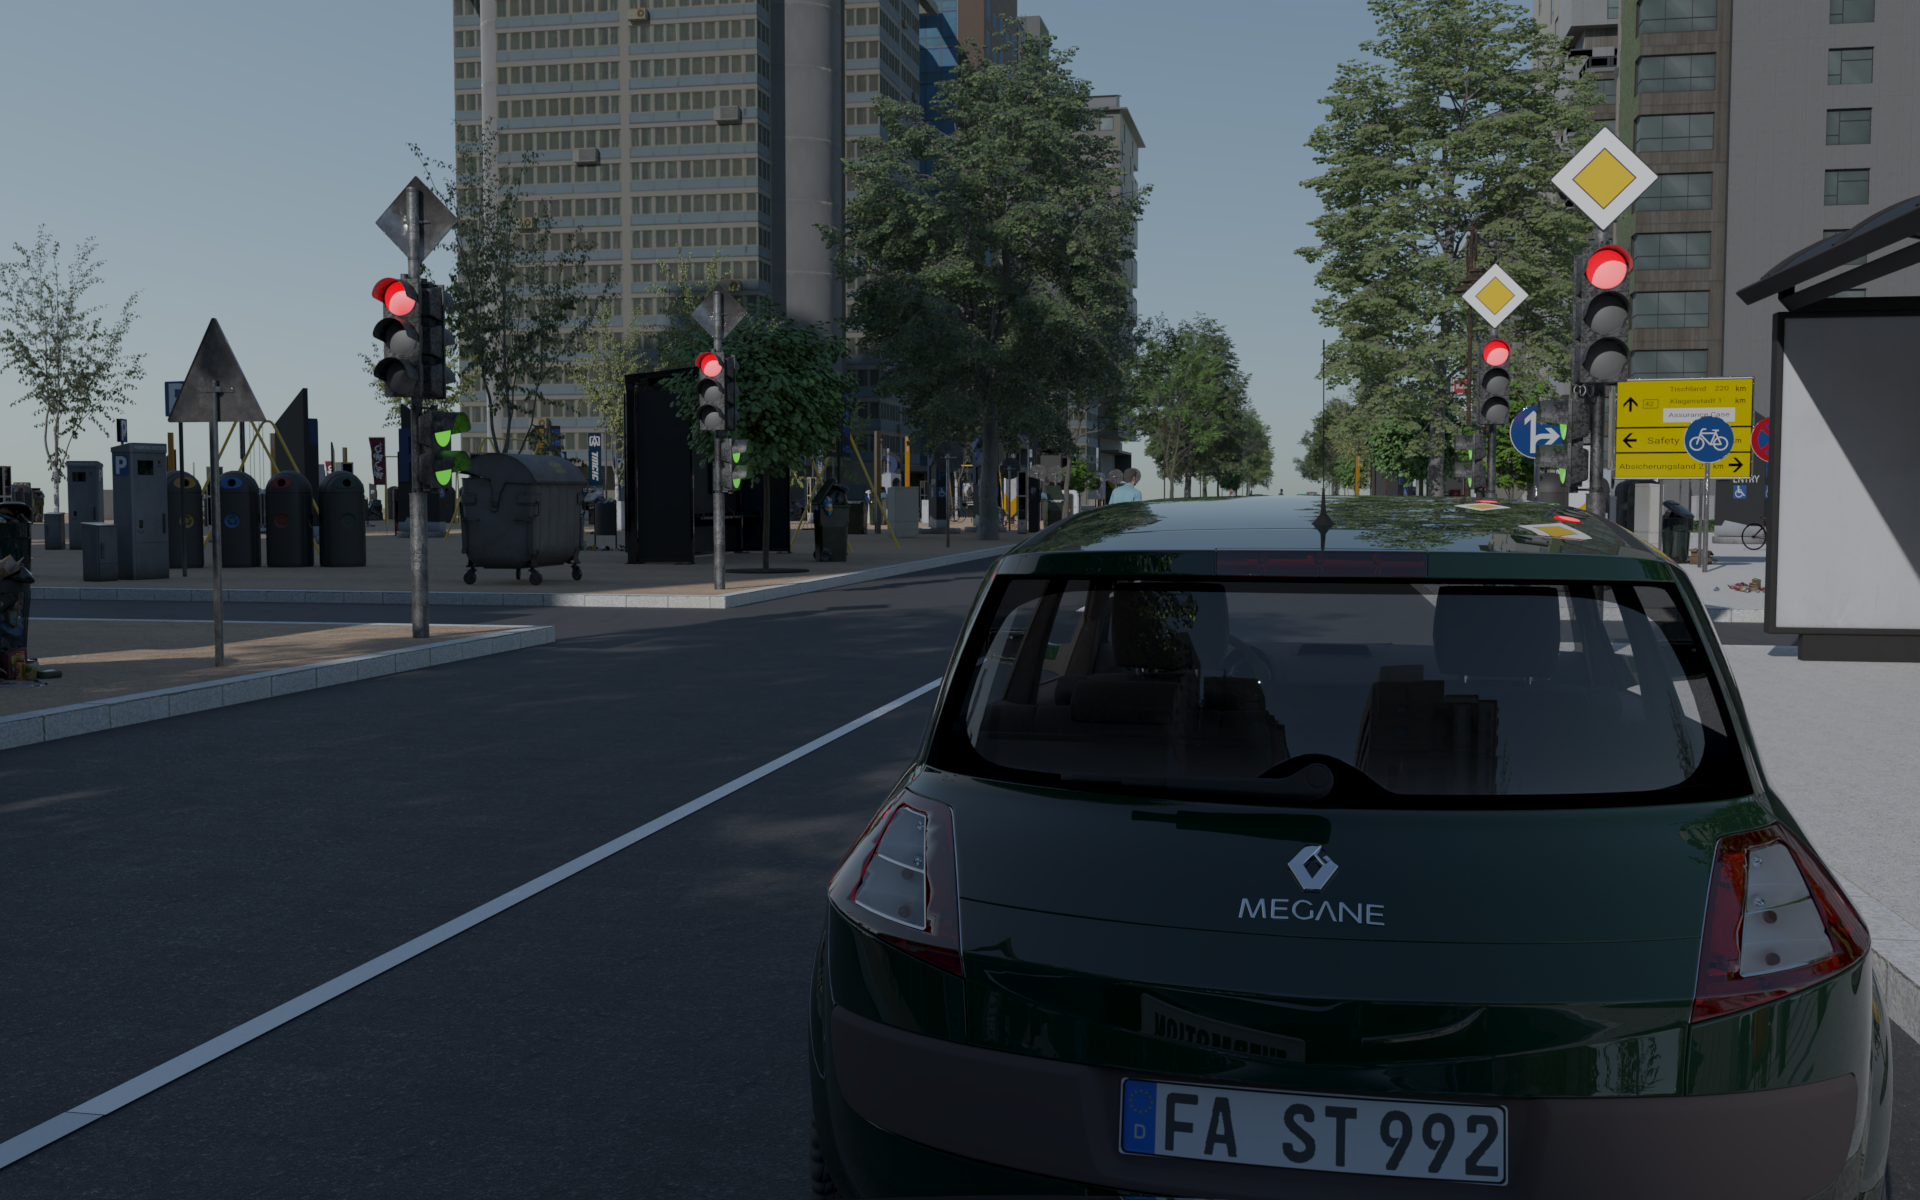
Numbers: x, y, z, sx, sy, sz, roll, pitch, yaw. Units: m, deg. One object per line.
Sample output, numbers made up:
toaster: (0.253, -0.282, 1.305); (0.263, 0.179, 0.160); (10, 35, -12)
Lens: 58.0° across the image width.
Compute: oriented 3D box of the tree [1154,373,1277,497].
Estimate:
tree: (21.576, -14.435, 153.023); (9.611, 12.733, 9.660); (0, 3, 0)

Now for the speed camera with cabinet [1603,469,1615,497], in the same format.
speed camera with cabinet: (23.016, -4.148, 62.159); (0.660, 3.252, 2.038); (2, 4, 31)

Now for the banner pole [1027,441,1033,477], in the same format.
banner pole: (3.256, -5.553, 80.807); (0.401, 3.779, 0.863); (-1, 4, -15)

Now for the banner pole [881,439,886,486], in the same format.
banner pole: (-3.494, -5.429, 78.780); (0.401, 3.779, 0.863); (1, 4, 16)

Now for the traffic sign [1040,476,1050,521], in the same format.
traffic sign: (3.838, -5.039, 82.389); (0.884, 2.594, 0.081); (1, 4, 20)

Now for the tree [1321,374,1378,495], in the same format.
tree: (23.345, -9.124, 99.534); (4.737, 8.622, 4.395); (0, 3, 0)

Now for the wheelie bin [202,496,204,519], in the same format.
wheelie bin: (-37.200, -4.667, 84.221); (0.980, 1.594, 0.693); (0, 4, -4)

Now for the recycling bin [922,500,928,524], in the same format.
recycling bin: (-1.151, -3.729, 73.525); (0.722, 1.027, 0.722); (2, 4, 26)

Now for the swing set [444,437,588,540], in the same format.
swing set: (-12.521, -3.120, 48.635); (2.862, 2.851, 3.119); (1, 4, 18)

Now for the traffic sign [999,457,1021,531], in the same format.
traffic sign: (1.727, -3.679, 60.251); (0.768, 2.556, 0.104); (1, 4, 15)

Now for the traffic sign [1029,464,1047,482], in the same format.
traffic sign: (3.308, -4.510, 73.852); (0.768, 2.556, 0.104); (1, 4, 15)

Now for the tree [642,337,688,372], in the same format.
tree: (-13.680, -7.925, 79.936); (4.360, 8.622, 3.978); (0, 3, 0)

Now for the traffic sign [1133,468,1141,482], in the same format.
traffic sign: (8.439, -5.158, 84.434); (0.768, 2.556, 0.104); (1, 4, 18)

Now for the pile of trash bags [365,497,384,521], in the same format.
pile of trash bags: (-28.806, -4.500, 83.321); (1.912, 1.369, 3.447); (-1, 4, -11)

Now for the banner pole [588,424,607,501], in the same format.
banner pole: (-12.974, -4.425, 62.365); (0.863, 3.779, 0.401); (0, 4, -4)

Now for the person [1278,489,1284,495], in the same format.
person: (23.356, -7.172, 125.743); (0.705, 1.826, 1.348); (-2, 4, -26)

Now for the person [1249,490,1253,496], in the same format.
person: (30.734, -10.648, 182.684); (0.705, 1.814, 1.350); (3, 5, 42)

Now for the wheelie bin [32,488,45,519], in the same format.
wheelie bin: (-46.662, -4.866, 87.463); (0.693, 1.594, 0.980); (1, 4, 22)

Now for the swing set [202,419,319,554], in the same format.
swing set: (-14.282, -2.303, 35.271); (2.862, 2.851, 3.119); (-1, 4, -13)

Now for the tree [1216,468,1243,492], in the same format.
tree: (29.778, -12.638, 190.347); (4.285, 4.588, 4.351); (0, 3, 0)

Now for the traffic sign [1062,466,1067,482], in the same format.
traffic sign: (4.861, -4.768, 78.060); (0.768, 2.556, 0.104); (1, 4, 14)

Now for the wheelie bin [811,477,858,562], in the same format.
wheelie bin: (-2.452, -1.535, 33.006); (0.693, 1.594, 0.980); (-1, 4, -16)

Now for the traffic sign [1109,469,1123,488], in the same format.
traffic sign: (7.940, -5.395, 88.320); (0.768, 2.556, 0.104); (1, 4, 16)

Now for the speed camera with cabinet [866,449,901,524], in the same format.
speed camera with cabinet: (-3.415, -4.914, 74.687); (0.660, 3.252, 2.038); (3, 5, 40)

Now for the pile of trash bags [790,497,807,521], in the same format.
pile of trash bags: (-8.771, -4.530, 83.823); (3.447, 1.369, 1.912); (3, 4, 37)

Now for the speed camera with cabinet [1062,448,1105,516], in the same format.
speed camera with cabinet: (5.166, -4.879, 74.112); (2.038, 3.252, 0.660); (1, 4, 17)

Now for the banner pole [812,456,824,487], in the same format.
banner pole: (-6.508, -5.440, 78.963); (0.863, 3.779, 0.401); (-3, 5, -39)

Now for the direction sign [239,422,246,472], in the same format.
direction sign: (-15.858, -2.833, 38.313); (0.379, 3.537, 0.876); (-2, 4, -28)

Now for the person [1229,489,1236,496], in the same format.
person: (15.455, -5.461, 98.455); (0.551, 1.740, 0.621); (3, 5, 40)

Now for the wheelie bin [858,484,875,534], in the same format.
wheelie bin: (-3.309, -2.892, 55.195); (0.980, 1.594, 0.693); (1, 4, 13)

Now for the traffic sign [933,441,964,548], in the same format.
traffic sign: (-0.288, -2.532, 41.505); (0.768, 2.556, 0.104); (1, 4, 15)

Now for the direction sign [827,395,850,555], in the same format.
direction sign: (-2.549, -2.719, 36.452); (0.379, 3.537, 0.876); (2, 4, 28)

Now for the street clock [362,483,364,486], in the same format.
street clock: (-36.531, -6.166, 105.390); (0.471, 2.002, 0.358); (-2, 4, -32)

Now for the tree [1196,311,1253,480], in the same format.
tree: (16.153, -13.214, 122.696); (9.857, 13.997, 8.962); (0, 3, 0)

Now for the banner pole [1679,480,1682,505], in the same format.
banner pole: (30.008, -5.020, 72.094); (0.401, 3.779, 0.863); (1, 4, 21)

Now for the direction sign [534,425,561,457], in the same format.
direction sign: (-13.614, -3.990, 57.238); (0.876, 3.537, 0.379); (-2, 4, -32)

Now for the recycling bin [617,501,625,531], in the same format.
recycling bin: (-11.584, -2.966, 61.049); (0.722, 1.027, 0.722); (3, 4, 36)

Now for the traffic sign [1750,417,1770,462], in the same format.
traffic sign: (13.254, -1.719, 28.212); (0.768, 2.556, 0.104); (1, 4, 12)

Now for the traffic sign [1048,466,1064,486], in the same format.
traffic sign: (4.272, -4.724, 77.337); (0.768, 2.556, 0.104); (1, 4, 17)

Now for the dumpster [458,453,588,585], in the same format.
dumpster: (-6.320, -1.180, 25.059); (1.264, 1.857, 1.865); (1, 4, 11)

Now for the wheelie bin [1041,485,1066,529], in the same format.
wheelie bin: (3.370, -3.412, 63.698); (0.980, 1.594, 0.693); (-1, 4, -21)

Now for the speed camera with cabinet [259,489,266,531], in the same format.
speed camera with cabinet: (-23.589, -4.000, 59.735); (0.660, 3.252, 2.038); (2, 4, 32)

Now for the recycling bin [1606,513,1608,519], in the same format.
recycling bin: (8.098, -0.643, 23.061); (0.722, 1.027, 0.722); (-2, 4, -30)

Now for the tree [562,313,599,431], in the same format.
tree: (-12.733, -7.031, 65.318); (4.737, 8.622, 4.395); (0, 3, 0)

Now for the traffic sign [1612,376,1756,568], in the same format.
traffic sign: (12.602, -2.224, 30.238); (2.265, 3.308, 0.079); (1, 4, 19)

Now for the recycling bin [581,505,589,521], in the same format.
recycling bin: (-18.351, -4.383, 84.221); (0.722, 1.027, 0.722); (-2, 4, -25)

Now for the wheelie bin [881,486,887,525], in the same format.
wheelie bin: (-3.357, -3.875, 71.263); (0.980, 1.594, 0.693); (1, 4, 16)

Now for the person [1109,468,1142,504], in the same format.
person: (2.452, -1.080, 26.177); (0.660, 1.820, 0.620); (3, 4, 37)

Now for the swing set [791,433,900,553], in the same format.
swing set: (-3.255, -2.560, 39.482); (2.862, 2.851, 3.119); (1, 4, 19)

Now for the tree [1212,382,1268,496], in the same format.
tree: (25.514, -15.979, 171.630); (12.009, 13.543, 11.850); (0, 3, 0)

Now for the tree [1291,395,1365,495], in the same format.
tree: (43.515, -17.323, 200.239); (9.611, 12.733, 9.660); (0, 3, 0)

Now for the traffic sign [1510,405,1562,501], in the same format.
traffic sign: (8.260, -1.511, 24.817); (0.768, 2.556, 0.104); (1, 4, 16)

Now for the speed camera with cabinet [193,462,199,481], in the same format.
speed camera with cabinet: (-48.283, -6.941, 107.816); (2.038, 3.252, 0.660); (2, 4, 30)

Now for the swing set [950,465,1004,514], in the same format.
swing set: (0.835, -5.858, 93.391); (3.119, 2.851, 2.862); (1, 4, 12)

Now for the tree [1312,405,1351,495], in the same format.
tree: (39.445, -14.851, 177.223); (7.601, 10.594, 8.767); (-1, 4, -21)

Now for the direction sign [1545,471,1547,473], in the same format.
direction sign: (15.714, -3.331, 46.467); (0.876, 3.537, 0.379); (-2, 4, -26)

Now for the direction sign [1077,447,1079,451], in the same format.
direction sign: (5.702, -5.631, 84.063); (0.379, 3.537, 0.876); (1, 4, 8)

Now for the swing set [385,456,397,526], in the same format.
swing set: (-22.357, -4.522, 71.546); (3.119, 2.851, 2.862); (-1, 4, -20)

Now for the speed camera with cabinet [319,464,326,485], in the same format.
speed camera with cabinet: (-18.425, -3.379, 49.577); (0.660, 3.252, 2.038); (-2, 4, -24)
